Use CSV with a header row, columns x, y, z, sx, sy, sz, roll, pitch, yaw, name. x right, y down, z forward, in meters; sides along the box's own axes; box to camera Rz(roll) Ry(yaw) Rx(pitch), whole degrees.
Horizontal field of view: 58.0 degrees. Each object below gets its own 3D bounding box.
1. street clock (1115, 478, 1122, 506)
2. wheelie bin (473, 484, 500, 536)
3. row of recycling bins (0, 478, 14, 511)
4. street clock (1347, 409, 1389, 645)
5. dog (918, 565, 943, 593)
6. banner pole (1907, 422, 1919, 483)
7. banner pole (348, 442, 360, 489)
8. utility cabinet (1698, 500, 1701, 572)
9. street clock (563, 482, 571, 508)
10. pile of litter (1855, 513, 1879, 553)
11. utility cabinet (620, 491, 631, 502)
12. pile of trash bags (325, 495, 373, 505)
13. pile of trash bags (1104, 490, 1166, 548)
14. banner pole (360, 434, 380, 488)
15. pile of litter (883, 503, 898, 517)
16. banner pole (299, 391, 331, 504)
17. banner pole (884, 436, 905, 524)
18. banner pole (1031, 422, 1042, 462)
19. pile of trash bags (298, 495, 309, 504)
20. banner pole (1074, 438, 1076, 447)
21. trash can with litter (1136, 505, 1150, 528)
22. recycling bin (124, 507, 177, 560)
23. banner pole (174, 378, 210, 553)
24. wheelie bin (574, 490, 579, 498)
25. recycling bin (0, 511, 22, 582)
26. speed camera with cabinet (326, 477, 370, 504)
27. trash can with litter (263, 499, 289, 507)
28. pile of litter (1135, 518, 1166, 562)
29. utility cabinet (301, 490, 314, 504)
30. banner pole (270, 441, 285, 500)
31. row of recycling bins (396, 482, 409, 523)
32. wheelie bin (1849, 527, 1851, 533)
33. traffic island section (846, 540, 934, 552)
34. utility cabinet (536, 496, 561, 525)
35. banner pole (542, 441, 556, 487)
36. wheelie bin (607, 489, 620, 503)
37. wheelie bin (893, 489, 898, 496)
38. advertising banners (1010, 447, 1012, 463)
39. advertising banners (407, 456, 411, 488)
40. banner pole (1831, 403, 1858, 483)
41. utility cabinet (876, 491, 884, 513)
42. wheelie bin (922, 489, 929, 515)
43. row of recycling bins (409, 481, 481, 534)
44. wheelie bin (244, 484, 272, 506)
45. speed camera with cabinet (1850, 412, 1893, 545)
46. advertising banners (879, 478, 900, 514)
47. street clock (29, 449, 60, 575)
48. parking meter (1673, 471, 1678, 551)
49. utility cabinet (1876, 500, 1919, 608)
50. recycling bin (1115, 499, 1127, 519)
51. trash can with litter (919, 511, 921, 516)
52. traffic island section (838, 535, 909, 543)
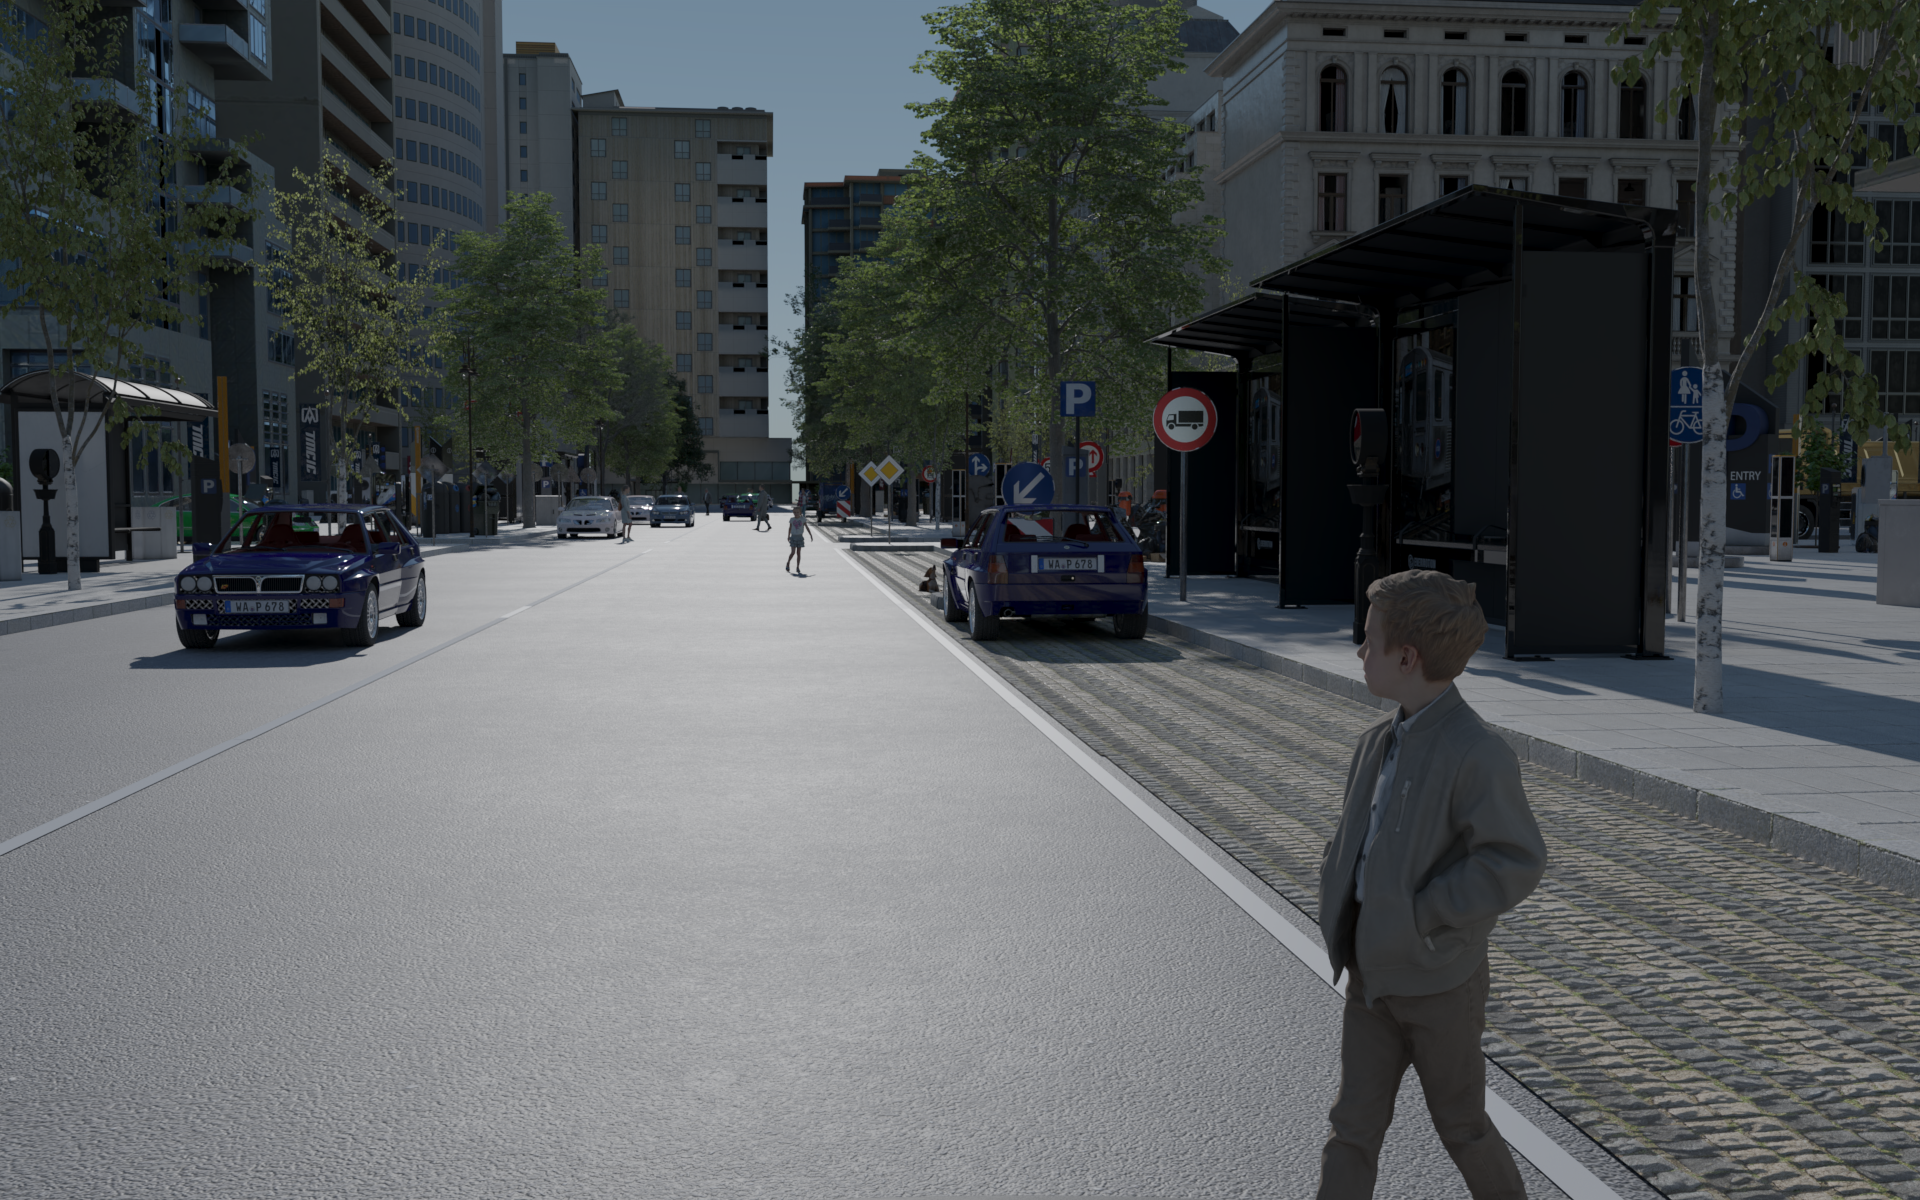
x,y,z,sx,sy,sz,roll,pitch,yaw,name
7.178,-4.515,78.389,0.358,2.002,0.471,-1,4,-8,street clock
-14.682,-2.803,53.744,0.693,1.594,0.980,2,4,34,wheelie bin
-22.175,-2.052,40.661,3.534,1.692,1.069,0,4,-5,row of recycling bins
3.474,-0.624,14.765,0.358,2.002,0.471,0,4,2,street clock
-0.372,-0.313,25.318,0.550,0.427,0.748,2,4,25,dog
32.785,-4.276,59.935,0.863,3.779,0.401,2,4,25,banner pole
-29.135,-5.711,83.395,0.401,3.779,0.863,3,5,40,banner pole
12.153,-1.033,28.059,0.306,1.237,1.020,2,4,26,utility cabinet
-17.743,-4.509,78.298,0.358,2.002,0.471,-2,4,-33,street clock
20.358,-1.471,38.021,1.719,0.858,1.176,-2,4,-29,pile of litter
-20.959,-6.104,108.485,0.318,1.500,1.173,0,4,6,utility cabinet
-26.710,-4.092,76.663,3.447,1.369,1.912,2,4,30,pile of trash bags
3.950,-1.683,37.273,1.912,1.369,3.447,1,4,22,pile of trash bags
-24.639,-5.067,72.865,0.401,3.779,0.863,1,4,21,banner pole
-3.626,-4.933,94.620,1.176,0.858,1.719,0,4,-2,pile of litter
-15.550,-3.177,41.960,0.863,3.779,0.401,-1,4,-21,banner pole
-2.852,-5.188,74.843,0.863,3.779,0.401,-1,4,-9,banner pole
2.680,-4.287,60.101,0.401,3.779,0.863,2,4,31,banner pole
-37.360,-5.324,96.793,1.912,1.369,3.447,-2,4,-26,pile of trash bags
5.311,-5.334,77.221,0.863,3.779,0.401,-3,4,-37,banner pole
6.948,-3.140,62.721,1.055,1.170,0.624,-2,4,-27,trash can with litter
-16.011,-1.327,34.247,0.722,1.027,0.722,2,4,34,recycling bin
-16.698,-2.911,37.609,0.863,3.779,0.401,-3,5,-39,banner pole
-26.300,-6.877,120.340,0.980,1.594,0.693,-2,4,-29,wheelie bin
-14.374,-0.793,25.517,0.722,1.027,0.722,2,4,30,recycling bin
-30.613,-5.647,86.657,2.038,3.252,0.660,-2,4,-30,speed camera with cabinet
-14.477,-1.541,36.586,0.624,1.170,1.055,0,4,-5,trash can with litter
3.966,-1.161,32.952,1.719,0.858,1.176,1,4,18,pile of litter
-37.802,-5.606,100.336,0.318,1.500,1.173,0,4,-2,utility cabinet
-31.949,-5.581,81.261,0.863,3.779,0.401,0,4,-2,banner pole
-20.328,-3.365,62.130,1.069,1.692,3.534,-2,4,-26,row of recycling bins
29.538,-2.995,56.872,0.980,1.594,0.693,-3,5,-44,wheelie bin
-1.785,-1.348,44.326,2.009,0.180,2.903,0,4,-6,traffic island section
-16.948,-3.680,71.335,1.020,1.237,0.306,-1,4,-14,utility cabinet
-18.976,-5.495,79.863,0.863,3.779,0.401,-3,5,-43,banner pole
-22.292,-6.345,111.648,0.693,1.594,0.980,1,4,13,wheelie bin
-4.369,-6.602,115.846,0.693,1.594,0.980,0,4,6,wheelie bin
2.005,-4.168,64.342,0.090,3.025,2.074,0,4,-5,advertising banners
-25.636,-5.061,78.940,2.074,3.025,0.090,1,4,13,advertising banners
24.279,-3.529,47.717,0.863,3.779,0.401,3,4,36,banner pole
-5.793,-6.698,118.193,1.173,1.500,0.318,0,4,1,utility cabinet
-1.981,-6.114,107.876,0.693,1.594,0.980,-2,4,-27,wheelie bin
-16.623,-3.043,56.860,1.069,1.692,3.534,1,4,11,row of recycling bins
-21.664,-2.787,53.480,0.980,1.594,0.693,1,4,16,wheelie bin
22.436,-2.956,42.660,0.660,3.252,2.038,1,4,19,speed camera with cabinet
-4.379,-6.948,109.789,2.074,3.025,0.090,-3,5,-40,advertising banners
-14.591,-1.412,27.652,0.358,2.002,0.471,0,4,5,street clock
15.977,-2.025,38.821,0.399,1.863,0.255,1,4,20,parking meter
10.916,-0.521,19.677,0.306,1.237,1.020,-1,4,-13,utility cabinet
8.331,-4.793,90.924,0.722,1.027,0.722,-1,4,-11,recycling bin
-2.103,-6.342,114.745,2.233,1.210,1.678,-1,4,-18,trash can with litter
-2.649,-1.834,52.264,2.009,0.180,2.903,0,4,-6,traffic island section
